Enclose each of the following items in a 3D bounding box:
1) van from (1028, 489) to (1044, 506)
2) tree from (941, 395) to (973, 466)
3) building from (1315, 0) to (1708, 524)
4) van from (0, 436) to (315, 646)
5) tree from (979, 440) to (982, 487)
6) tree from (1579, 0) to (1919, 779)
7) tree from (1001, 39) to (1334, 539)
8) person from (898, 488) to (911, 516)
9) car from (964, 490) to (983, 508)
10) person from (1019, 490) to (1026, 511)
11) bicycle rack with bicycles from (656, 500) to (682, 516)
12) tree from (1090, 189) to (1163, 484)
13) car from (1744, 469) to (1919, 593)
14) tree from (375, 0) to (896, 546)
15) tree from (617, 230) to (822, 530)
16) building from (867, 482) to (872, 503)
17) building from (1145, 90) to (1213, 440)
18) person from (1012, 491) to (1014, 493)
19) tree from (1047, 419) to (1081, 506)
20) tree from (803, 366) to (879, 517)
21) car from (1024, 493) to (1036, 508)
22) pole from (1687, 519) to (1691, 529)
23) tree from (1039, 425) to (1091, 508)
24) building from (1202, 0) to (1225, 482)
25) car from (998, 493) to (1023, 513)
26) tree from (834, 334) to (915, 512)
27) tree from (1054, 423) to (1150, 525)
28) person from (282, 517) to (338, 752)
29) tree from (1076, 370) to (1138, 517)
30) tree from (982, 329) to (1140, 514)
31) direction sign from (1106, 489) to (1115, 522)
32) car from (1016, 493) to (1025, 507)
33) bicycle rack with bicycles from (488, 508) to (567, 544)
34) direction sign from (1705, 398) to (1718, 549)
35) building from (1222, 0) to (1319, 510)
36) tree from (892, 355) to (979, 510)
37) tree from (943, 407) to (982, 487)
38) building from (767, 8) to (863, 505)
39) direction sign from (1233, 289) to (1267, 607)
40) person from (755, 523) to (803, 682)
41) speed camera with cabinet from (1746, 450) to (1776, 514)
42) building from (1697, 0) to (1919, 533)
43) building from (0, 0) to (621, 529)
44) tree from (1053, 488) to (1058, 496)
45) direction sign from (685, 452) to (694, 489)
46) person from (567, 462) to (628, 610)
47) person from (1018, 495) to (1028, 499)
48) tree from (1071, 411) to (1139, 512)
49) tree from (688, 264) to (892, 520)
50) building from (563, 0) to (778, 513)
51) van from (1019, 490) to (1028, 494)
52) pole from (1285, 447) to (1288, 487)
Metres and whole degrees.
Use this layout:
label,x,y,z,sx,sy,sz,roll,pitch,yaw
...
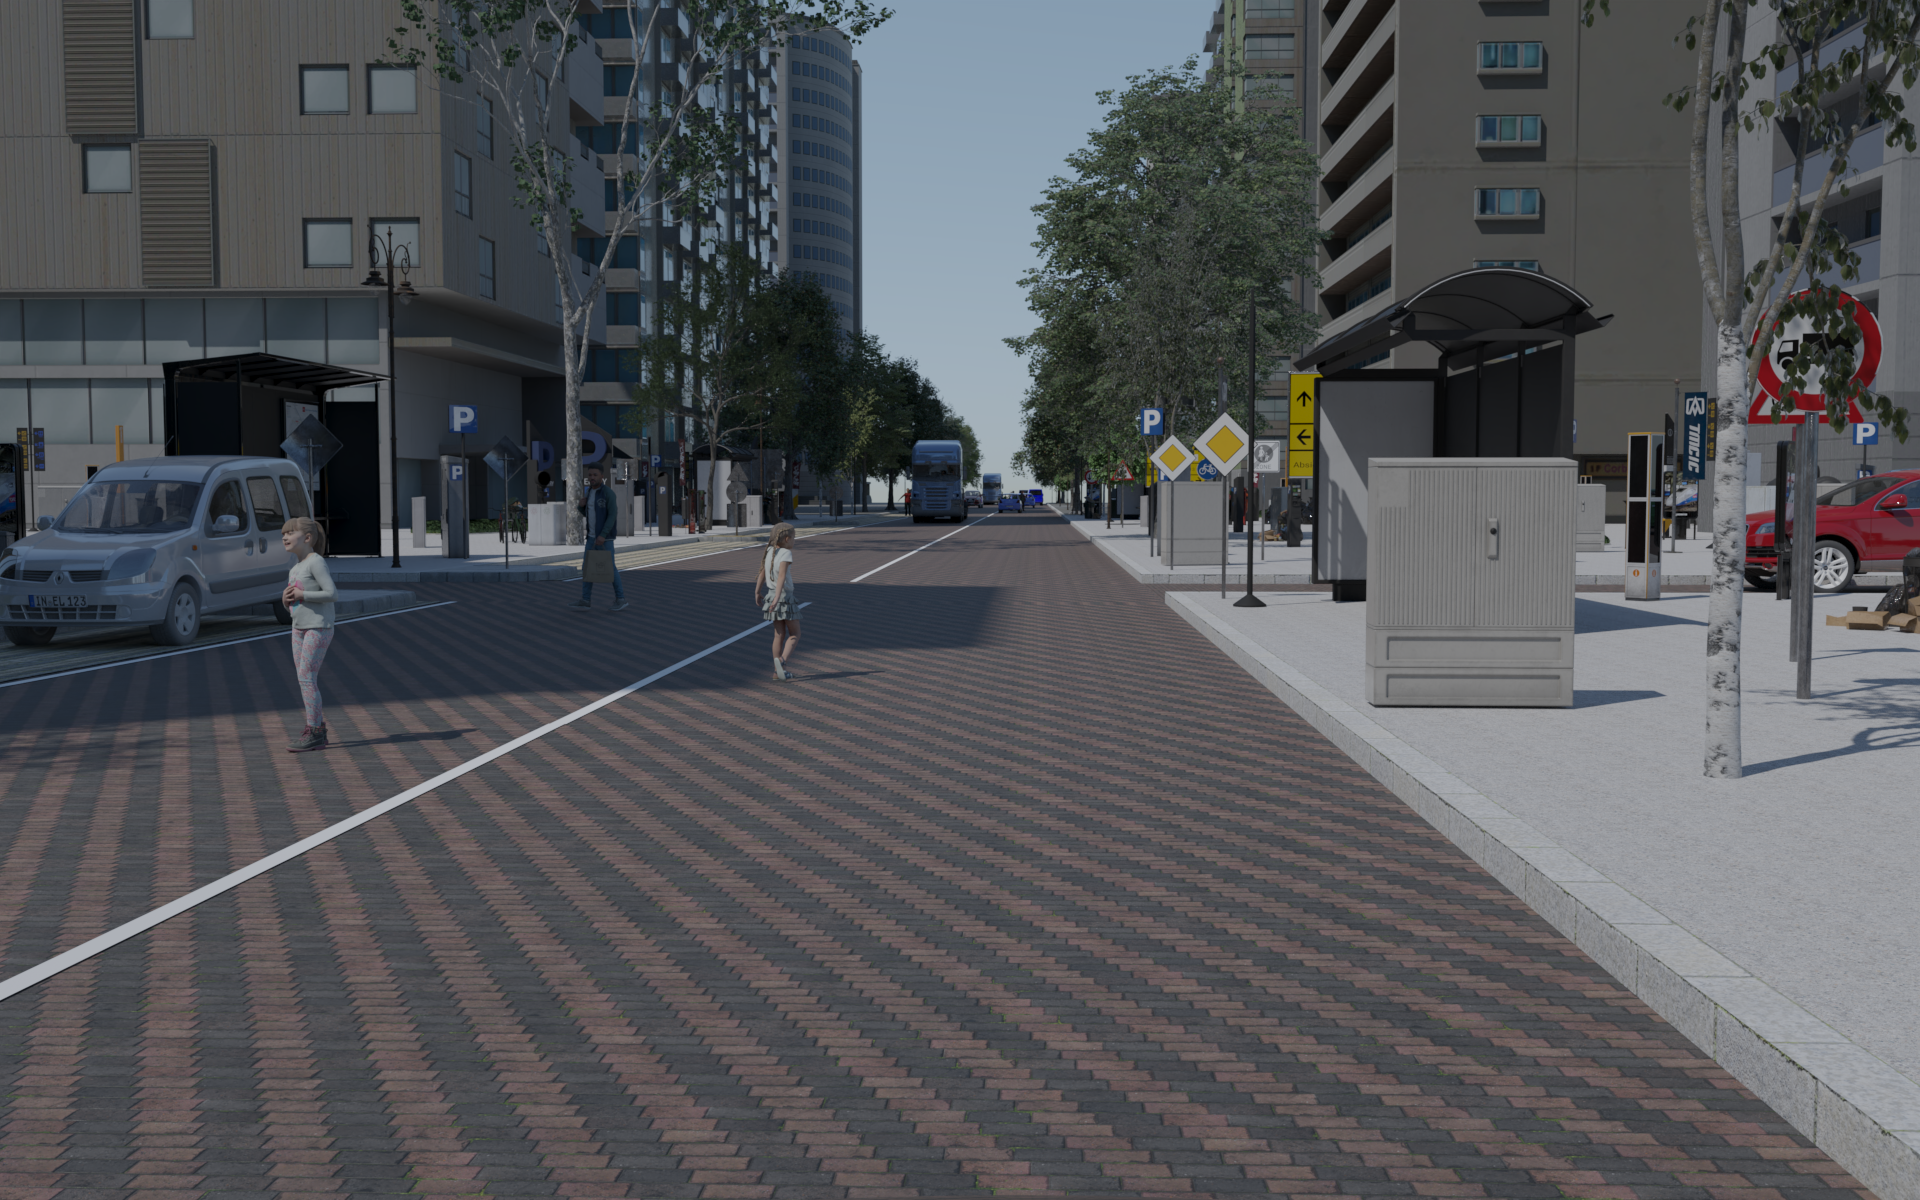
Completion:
label,x,y,z,sx,sy,sz,roll,pitch,yaw
van,9.251,-12.800,213.660,2.240,2.365,5.245,0,4,1
tree,-3.598,-17.665,199.191,12.009,13.543,11.850,0,3,0
building,29.496,-28.054,82.390,21.300,48.544,21.600,0,4,2
van,-8.042,-0.647,17.590,2.013,2.044,4.112,0,4,2
tree,-4.078,-15.163,164.917,9.611,12.733,9.660,0,3,0
tree,3.684,-3.496,7.516,4.360,8.622,3.978,0,3,0
tree,5.836,-8.749,49.704,9.857,13.997,8.962,0,3,0
person,-3.413,-6.427,113.521,1.348,1.831,0.705,0,4,-3
car,1.246,-10.270,176.590,2.281,1.827,5.304,0,4,4
person,5.295,-8.373,145.956,0.434,1.755,0.990,3,5,40
bicycle rack with bicycles,-17.121,-5.511,103.491,2.852,0.926,2.925,3,5,40
tree,4.813,-5.515,40.533,4.360,8.622,3.978,0,3,0
car,13.948,-1.028,25.479,5.304,1.827,2.281,0,4,1
tree,-8.418,-11.357,41.568,12.611,20.169,13.585,0,3,0
tree,-8.608,-7.746,61.053,7.601,10.594,8.767,1,4,12
building,-28.984,-33.541,240.271,32.217,40.220,23.993,0,4,2
building,38.198,-38.797,223.566,28.713,52.752,27.495,0,4,2
person,4.501,-8.400,146.775,0.436,1.711,0.756,-1,4,-20
tree,10.023,-13.076,148.211,7.601,10.594,8.767,2,4,33
tree,-7.549,-8.934,96.440,4.737,8.622,4.395,0,3,0
car,6.887,-10.352,178.850,1.945,1.707,3.694,0,4,2
pole,26.832,-4.279,63.802,0.158,3.312,0.155,0,3,0
tree,10.393,-14.831,160.612,7.486,12.596,7.792,0,3,0
building,33.062,-32.561,151.977,23.786,49.044,30.456,0,4,2
car,3.794,-7.402,130.610,1.945,1.707,3.694,0,4,4
tree,-6.830,-12.519,122.816,7.486,12.596,7.792,0,3,0
tree,6.795,-5.451,72.830,4.285,4.588,4.351,0,3,0
person,-3.676,0.186,9.742,0.425,1.301,0.394,2,4,24
tree,8.422,-9.051,98.350,4.737,8.622,4.395,0,3,0
tree,7.633,-11.872,111.117,9.611,12.733,9.660,0,3,0
direction sign,6.912,-5.349,79.450,0.379,3.537,0.876,0,4,-1
car,6.263,-11.022,189.808,1.945,1.707,3.694,0,4,2
bicycle rack with bicycles,-11.184,-1.976,45.684,2.852,0.926,2.925,0,4,-5
direction sign,17.730,-2.973,40.610,0.379,3.537,0.876,0,4,-5
building,26.608,-27.314,130.185,14.154,41.232,14.086,0,4,2
tree,-5.470,-13.584,139.108,9.611,12.733,9.660,0,3,0
tree,-2.214,-18.630,222.725,7.486,12.596,7.792,0,3,0
building,-23.856,-41.061,213.350,21.231,58.520,28.212,0,4,2
direction sign,3.306,-1.692,19.657,0.379,3.537,0.876,1,4,10
person,-1.443,0.011,13.336,0.505,1.210,0.382,3,5,44
speed camera with cabinet,16.633,-2.559,36.170,0.660,3.252,2.038,0,4,0
building,38.658,-30.931,47.715,28.212,58.520,21.231,0,4,2
building,-31.265,-29.661,74.199,28.713,52.752,27.495,0,4,2
tree,14.723,-18.785,257.494,4.737,8.622,4.395,0,3,0
direction sign,-14.328,-6.138,92.347,0.876,3.537,0.379,0,4,4
person,-4.395,-0.774,21.147,0.713,1.824,0.794,-2,4,-32
person,6.199,-10.083,174.077,1.217,1.735,0.721,0,4,8
tree,9.252,-12.024,122.345,9.928,11.665,9.643,0,3,0
tree,-8.574,-10.356,86.320,9.611,12.733,9.660,0,3,0
building,-28.094,-32.487,150.766,23.786,49.044,30.456,0,4,2
van,9.549,-15.255,253.797,2.240,2.365,5.245,0,4,4
pole,14.062,-4.929,74.428,0.158,3.312,0.155,0,3,0
